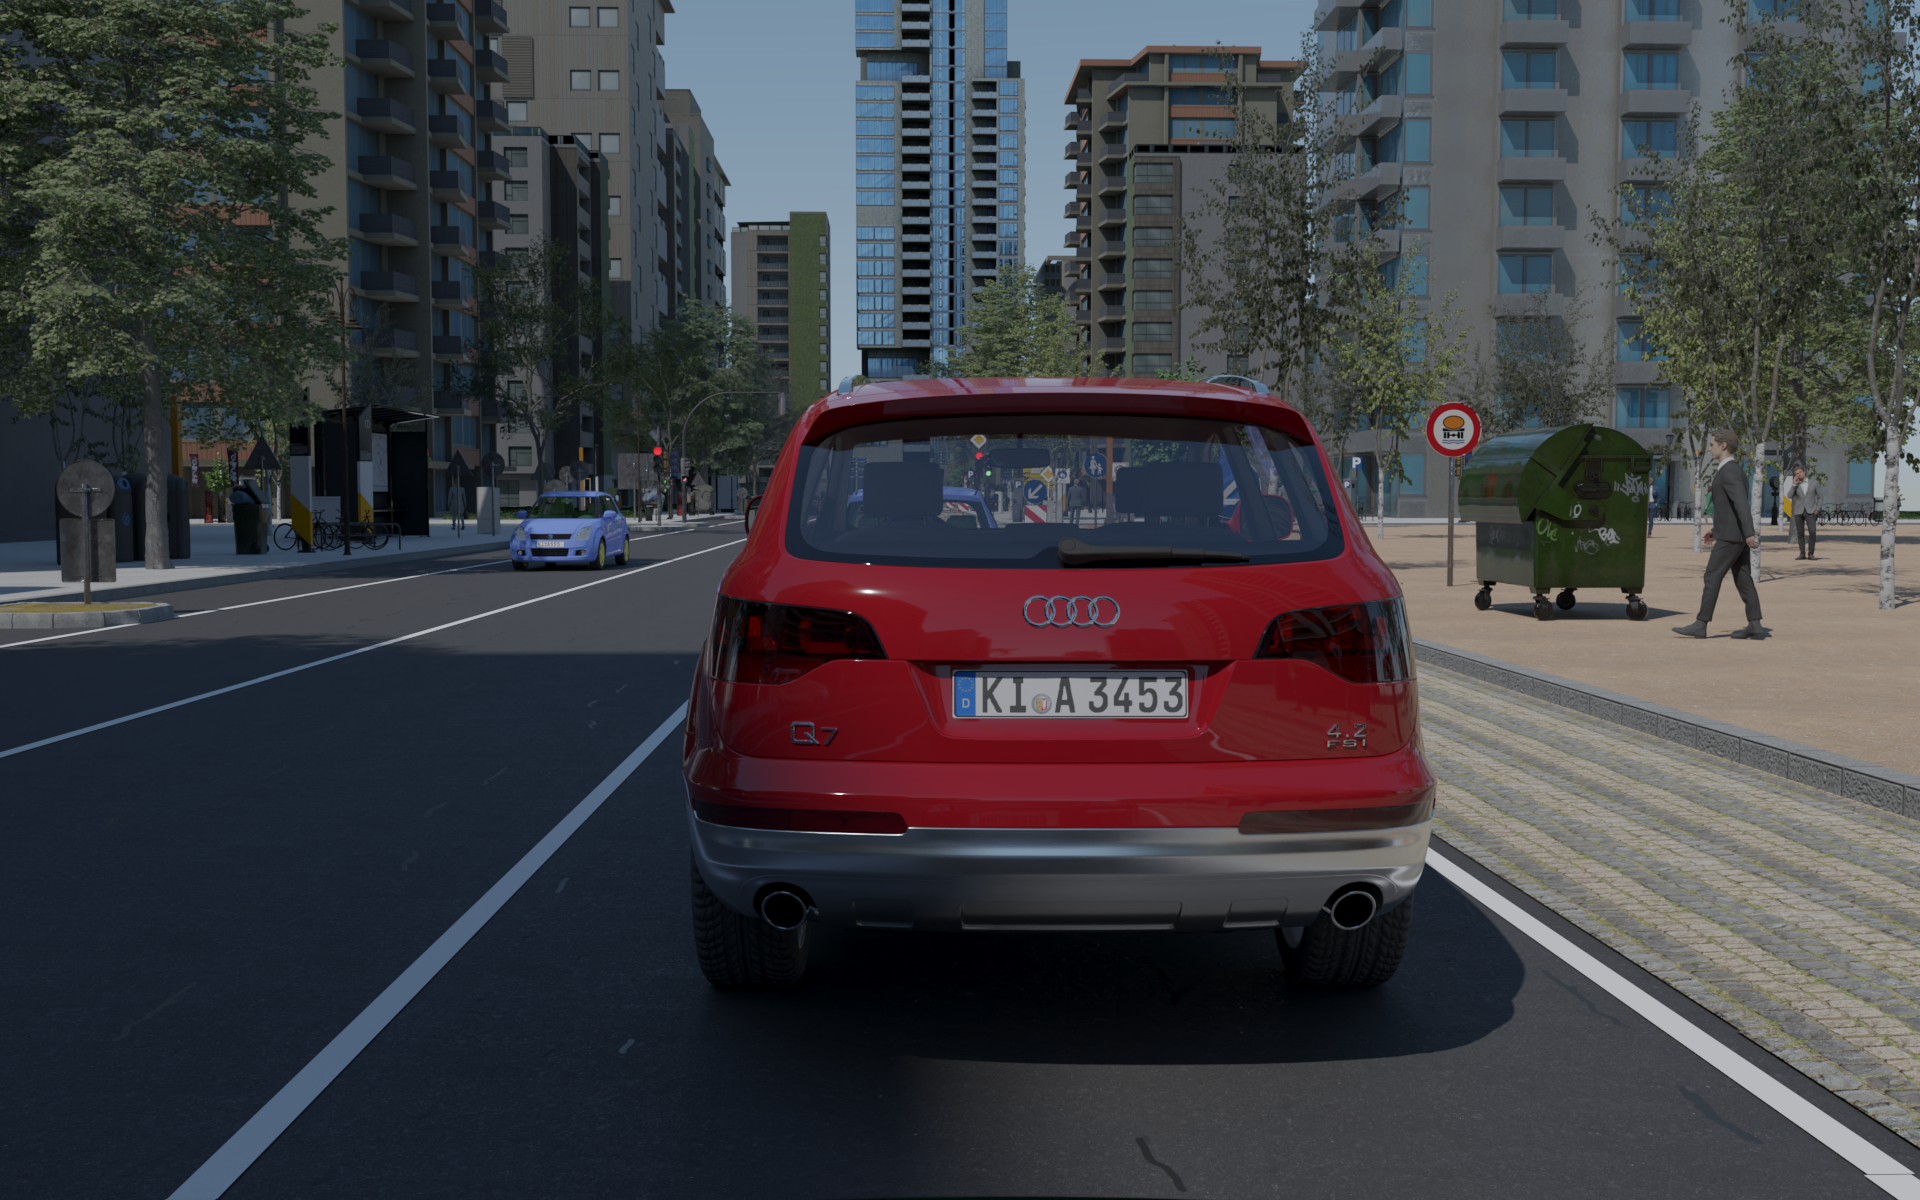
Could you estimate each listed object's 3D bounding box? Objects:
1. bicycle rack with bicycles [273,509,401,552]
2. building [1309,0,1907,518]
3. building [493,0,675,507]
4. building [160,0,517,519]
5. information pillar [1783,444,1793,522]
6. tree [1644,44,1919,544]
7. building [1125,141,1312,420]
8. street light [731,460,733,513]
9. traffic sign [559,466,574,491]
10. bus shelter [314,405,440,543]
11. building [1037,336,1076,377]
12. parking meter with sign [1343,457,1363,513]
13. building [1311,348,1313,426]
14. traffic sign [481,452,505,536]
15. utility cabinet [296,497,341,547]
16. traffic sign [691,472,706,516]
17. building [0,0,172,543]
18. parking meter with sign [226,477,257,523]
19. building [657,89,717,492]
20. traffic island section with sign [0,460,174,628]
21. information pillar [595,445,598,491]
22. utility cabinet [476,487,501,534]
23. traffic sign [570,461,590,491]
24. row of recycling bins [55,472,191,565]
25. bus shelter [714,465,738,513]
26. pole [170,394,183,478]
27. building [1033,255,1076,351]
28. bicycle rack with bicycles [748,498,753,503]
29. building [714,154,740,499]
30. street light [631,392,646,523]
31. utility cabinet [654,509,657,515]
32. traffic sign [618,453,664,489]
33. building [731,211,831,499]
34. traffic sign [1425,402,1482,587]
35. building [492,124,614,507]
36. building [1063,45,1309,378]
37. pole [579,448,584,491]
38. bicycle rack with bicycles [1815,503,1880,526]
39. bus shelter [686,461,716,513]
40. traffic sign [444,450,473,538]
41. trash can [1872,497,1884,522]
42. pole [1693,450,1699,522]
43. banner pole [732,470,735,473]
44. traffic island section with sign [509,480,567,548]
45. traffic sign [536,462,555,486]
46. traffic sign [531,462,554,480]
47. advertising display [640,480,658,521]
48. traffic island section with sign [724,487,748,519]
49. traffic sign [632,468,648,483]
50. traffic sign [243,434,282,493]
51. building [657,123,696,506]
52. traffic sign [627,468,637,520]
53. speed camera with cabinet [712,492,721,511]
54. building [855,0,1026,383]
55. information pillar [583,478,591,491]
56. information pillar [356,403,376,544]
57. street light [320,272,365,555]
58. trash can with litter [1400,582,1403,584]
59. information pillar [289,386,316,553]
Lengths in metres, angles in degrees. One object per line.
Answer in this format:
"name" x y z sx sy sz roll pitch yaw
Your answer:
"bicycle rack with bicycles" -14.294 -1.623 39.916 2.925 0.926 2.852 -3 4 -36
"building" 35.619 -29.394 100.193 30.456 49.044 23.786 0 4 -2
"building" -42.681 -35.155 164.027 28.713 52.752 27.495 0 4 -2
"building" -38.639 -27.233 99.876 22.147 44.769 28.867 0 4 -2
"information pillar" 37.994 -5.386 79.409 0.183 3.616 0.504 -2 4 -33
"tree" 21.383 -7.741 44.685 7.486 12.596 7.792 0 3 0
"building" 20.732 -22.895 146.034 14.160 30.474 14.107 0 4 -2
"street light" -15.650 -8.924 118.699 0.468 5.910 1.993 0 4 -2
"traffic sign" -17.899 -4.820 78.905 0.768 2.556 0.104 0 4 6
"bus shelter" -16.227 -3.503 48.551 1.731 3.624 6.357 0 4 -2
"building" 23.350 -21.968 204.222 27.650 21.520 28.899 0 4 -2
"parking meter with sign" 18.114 -5.159 80.606 0.543 3.016 1.738 3 4 36
"building" 43.681 -29.562 255.042 14.107 30.474 14.160 0 4 -2
"traffic sign" -14.177 -3.209 52.575 0.768 2.556 0.104 0 4 7
"utility cabinet" -15.713 -1.910 42.384 1.020 1.237 0.306 -2 4 -33
"traffic sign" -15.175 -6.145 100.479 0.884 2.594 0.081 0 4 1
"building" -37.029 -15.634 49.116 24.014 27.812 14.314 0 4 -2
"parking meter with sign" -31.671 -4.938 76.996 1.738 3.016 0.543 -2 4 -32
"building" -40.560 -35.521 204.461 21.600 48.544 21.300 0 4 -2
"traffic island section with sign" -10.033 -0.660 19.414 1.989 1.847 2.006 0 4 -2
"information pillar" -17.414 -5.608 83.038 0.183 3.616 0.504 -1 4 -16
"utility cabinet" -15.142 -2.873 55.647 0.318 1.500 1.173 -3 4 -38
"traffic sign" -14.443 -4.017 65.791 0.768 2.556 0.104 0 4 0
"row of recycling bins" -15.929 -1.581 32.958 1.069 1.692 3.534 0 4 7
"bus shelter" -16.275 -7.877 122.716 2.014 3.302 5.546 0 4 -2
"pole" -16.010 -2.544 35.440 0.158 3.312 0.155 0 3 0
"building" 23.768 -34.952 263.340 23.993 40.220 32.217 0 4 -2
"bicycle rack with bicycles" -17.491 -7.858 141.856 2.852 0.926 2.925 3 5 45
"building" -47.085 -40.989 259.412 27.495 52.752 28.713 0 4 -2
"street light" -14.389 -6.409 77.573 0.468 5.910 1.993 0 4 -2
"utility cabinet" -18.137 -5.793 103.392 0.318 1.500 1.173 -1 4 -11
"traffic sign" -15.946 -5.666 86.513 2.265 3.308 0.079 0 4 -1
"building" -25.931 -34.780 252.241 14.086 41.232 14.154 0 4 -2
"traffic sign" 6.807 -1.460 23.984 0.768 2.556 0.104 0 4 2
"building" -36.195 -22.475 139.175 14.160 30.474 14.107 0 4 -2
"building" 21.937 -31.780 174.235 22.147 44.769 28.867 0 4 -2
"pole" -16.602 -5.024 75.993 0.158 3.312 0.155 0 3 0
"bicycle rack with bicycles" 35.155 -3.444 69.694 2.852 0.926 2.925 0 4 0
"bus shelter" -18.175 -7.922 120.806 1.731 3.624 6.357 0 4 -2
"traffic sign" -14.643 -3.091 50.543 0.884 2.594 0.081 0 4 8
"trash can" 42.154 -4.137 79.291 0.748 1.137 0.748 0 3 0
"pole" 33.834 -5.244 79.585 0.158 3.312 0.155 0 3 0
"banner pole" -16.825 -8.425 127.768 0.863 3.779 0.401 -2 4 -23
"traffic island section with sign" -10.933 -2.323 46.615 1.989 1.847 2.006 0 4 -2
"traffic sign" -16.596 -4.231 69.279 0.768 2.556 0.104 0 4 0
"traffic sign" -15.908 -4.034 65.955 0.884 2.594 0.081 0 3 0
"advertising display" -14.724 -4.694 81.954 0.123 1.923 0.974 3 5 42
"traffic island section with sign" -12.778 -5.705 101.898 1.989 1.847 2.006 0 4 -2
"traffic sign" -15.375 -5.081 83.188 0.768 2.556 0.104 0 4 4
"traffic sign" -15.189 -2.307 37.725 0.884 2.594 0.081 0 4 5
"building" -36.112 -30.689 185.359 14.154 41.232 14.086 0 4 -2
"traffic sign" -16.104 -5.235 85.698 0.768 2.556 0.104 0 4 5
"speed camera with cabinet" -18.547 -8.168 127.880 2.038 3.252 0.660 0 4 1
"building" -3.551 -57.704 256.136 31.000 86.520 22.319 0 4 -2
"information pillar" -17.287 -4.637 80.311 0.304 2.012 0.304 -1 4 -17
"information pillar" -15.175 -3.232 44.202 0.183 3.616 0.504 1 4 21
"street light" -12.898 -3.884 36.284 0.468 5.910 1.993 0 4 -2
"trash can with litter" 5.356 -0.868 25.251 1.678 1.210 2.233 0 4 -8
"information pillar" -14.366 -2.839 37.778 0.504 3.616 0.183 1 4 14
